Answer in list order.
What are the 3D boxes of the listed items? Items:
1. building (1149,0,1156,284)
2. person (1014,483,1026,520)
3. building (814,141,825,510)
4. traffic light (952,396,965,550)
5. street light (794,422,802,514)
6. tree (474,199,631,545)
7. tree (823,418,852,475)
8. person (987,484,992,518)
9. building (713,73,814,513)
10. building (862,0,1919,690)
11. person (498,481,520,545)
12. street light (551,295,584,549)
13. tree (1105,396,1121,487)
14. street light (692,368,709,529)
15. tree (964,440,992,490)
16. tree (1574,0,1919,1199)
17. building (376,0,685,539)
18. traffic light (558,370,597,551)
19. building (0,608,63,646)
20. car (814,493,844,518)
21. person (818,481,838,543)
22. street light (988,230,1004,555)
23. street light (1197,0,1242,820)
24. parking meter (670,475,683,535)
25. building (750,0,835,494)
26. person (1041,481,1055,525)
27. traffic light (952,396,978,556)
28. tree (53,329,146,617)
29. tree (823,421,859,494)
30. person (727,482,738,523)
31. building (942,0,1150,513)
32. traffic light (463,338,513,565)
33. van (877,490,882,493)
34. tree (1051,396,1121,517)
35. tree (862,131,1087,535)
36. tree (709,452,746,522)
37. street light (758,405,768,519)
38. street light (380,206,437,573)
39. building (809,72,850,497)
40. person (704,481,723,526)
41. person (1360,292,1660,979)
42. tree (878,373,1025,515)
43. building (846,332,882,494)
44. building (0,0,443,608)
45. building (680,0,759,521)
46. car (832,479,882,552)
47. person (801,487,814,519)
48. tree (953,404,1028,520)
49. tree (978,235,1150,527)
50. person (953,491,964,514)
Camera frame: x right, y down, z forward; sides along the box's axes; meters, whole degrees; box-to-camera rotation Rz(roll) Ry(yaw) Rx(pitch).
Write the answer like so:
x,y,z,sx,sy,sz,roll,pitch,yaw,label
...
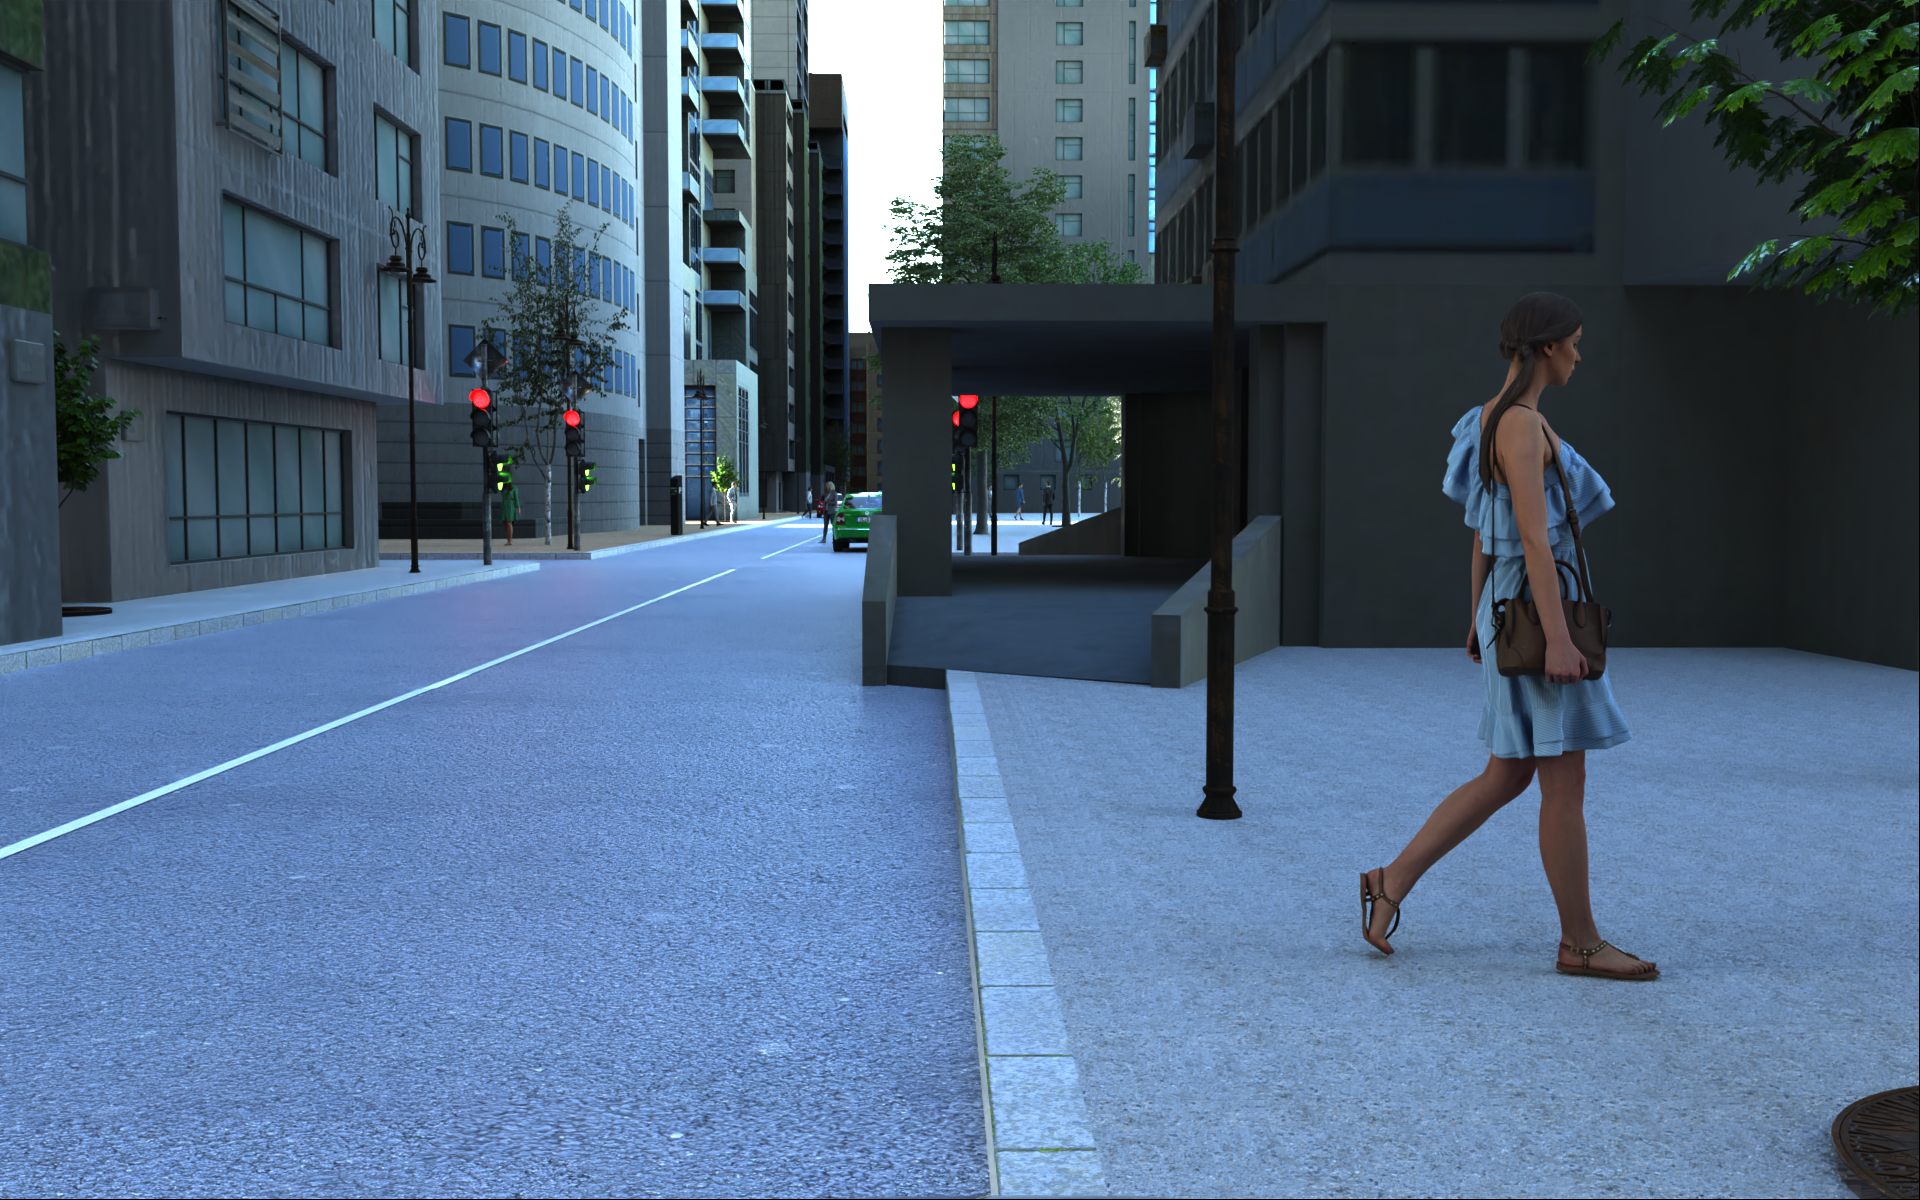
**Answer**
x,y,z,sx,sy,sz,roll,pitch,yaw,label
10.128,-50.850,144.074,22.319,86.520,31.000,0,4,-1,building
2.904,-4.849,85.347,0.654,1.822,0.581,-2,4,-26,person
-18.119,-22.250,135.482,14.160,30.474,14.107,0,4,-1,building
-0.023,-3.088,39.402,0.839,4.253,0.868,0,4,-1,traffic light
-10.488,-8.514,111.998,0.468,5.910,1.993,0,4,-1,street light
-10.467,-5.722,43.925,4.360,8.622,3.978,0,3,0,tree
-12.465,-13.244,166.906,4.360,8.622,3.978,0,3,0,tree
1.701,-5.278,92.545,0.606,1.804,0.583,-1,4,-21,person
-18.014,-21.374,121.165,14.160,30.474,14.107,0,4,-1,building
15.249,-20.002,18.907,32.217,40.220,23.993,0,4,-1,building
-11.239,-2.255,43.157,0.600,1.795,0.529,0,4,-3,person
-9.097,-4.127,40.261,0.468,5.910,1.993,0,4,-1,street light
8.274,-7.800,77.889,4.360,8.622,3.978,0,3,0,tree
-9.541,-5.572,63.893,0.468,5.910,1.993,0,4,-1,street light
0.388,-8.931,96.387,4.360,8.622,3.978,0,3,0,tree
2.210,-0.508,2.901,1.663,3.219,1.824,0,3,0,tree
-22.165,-31.642,59.351,21.231,58.520,28.212,0,4,-1,building
-8.682,-3.077,39.226,0.839,4.253,0.868,0,4,-1,traffic light
-15.003,-19.807,7.438,14.154,41.232,14.086,0,4,-1,building
-7.816,-5.909,105.654,2.155,1.783,4.494,0,4,-3,car
-3.810,-2.565,50.624,0.526,1.800,0.537,-3,5,-40,person
0.607,-3.537,30.620,0.468,5.910,1.993,0,4,-1,street light
1.034,-2.076,6.726,0.468,5.910,1.993,0,4,-1,street light
-8.869,-2.963,54.158,0.255,1.863,0.399,1,4,16,parking meter
-21.594,-43.658,152.062,20.563,71.187,20.611,0,4,-1,building
3.673,-4.096,72.783,0.659,1.850,0.755,-1,4,-21,person
0.125,-2.599,31.418,0.839,4.253,0.868,0,4,-1,traffic light
-9.710,-1.462,18.502,1.663,3.219,1.824,0,3,0,tree
-11.942,-13.610,172.884,4.737,8.622,4.395,0,3,0,tree
-10.044,-4.308,76.585,0.391,1.810,0.635,0,4,8,person
5.741,-26.867,122.870,14.154,41.232,14.086,0,4,-1,building
-8.534,-2.588,31.242,0.839,4.253,0.868,0,4,-1,traffic light
-8.328,-11.090,188.329,2.013,2.044,4.112,0,4,-2,van
6.984,-9.031,98.016,4.737,8.622,4.395,0,3,0,tree
0.664,-8.385,55.229,7.486,12.596,7.792,0,3,0,tree
-10.556,-5.148,78.763,1.663,3.219,1.824,0,3,0,tree
-10.022,-7.067,88.334,0.468,5.910,1.993,0,4,-1,street light
-8.909,-3.385,28.130,0.468,5.910,1.993,0,4,-1,street light
-19.073,-32.520,181.806,14.200,45.320,14.600,0,4,-1,building
-9.940,-3.875,69.671,0.850,1.792,0.678,-1,4,-13,person
1.467,0.095,4.578,0.778,1.811,0.616,1,4,13,person
-0.217,-12.314,107.993,9.857,13.997,8.962,0,3,0,tree
-16.433,-22.448,212.060,28.899,21.520,27.650,0,4,-1,building
-16.119,-20.935,25.890,14.086,41.232,14.154,0,4,-1,building
-22.164,-47.912,96.039,22.319,86.520,31.000,0,4,-1,building
-2.293,-2.185,44.528,1.959,1.807,4.718,0,4,-1,car
-8.641,-5.499,98.257,0.795,1.843,0.661,0,4,-4,person
0.225,-9.181,84.514,7.601,10.594,8.767,2,4,26,tree
4.231,-8.670,67.514,9.928,11.665,9.643,0,3,0,tree
-0.103,-5.725,99.825,0.709,1.800,0.728,1,4,23,person
